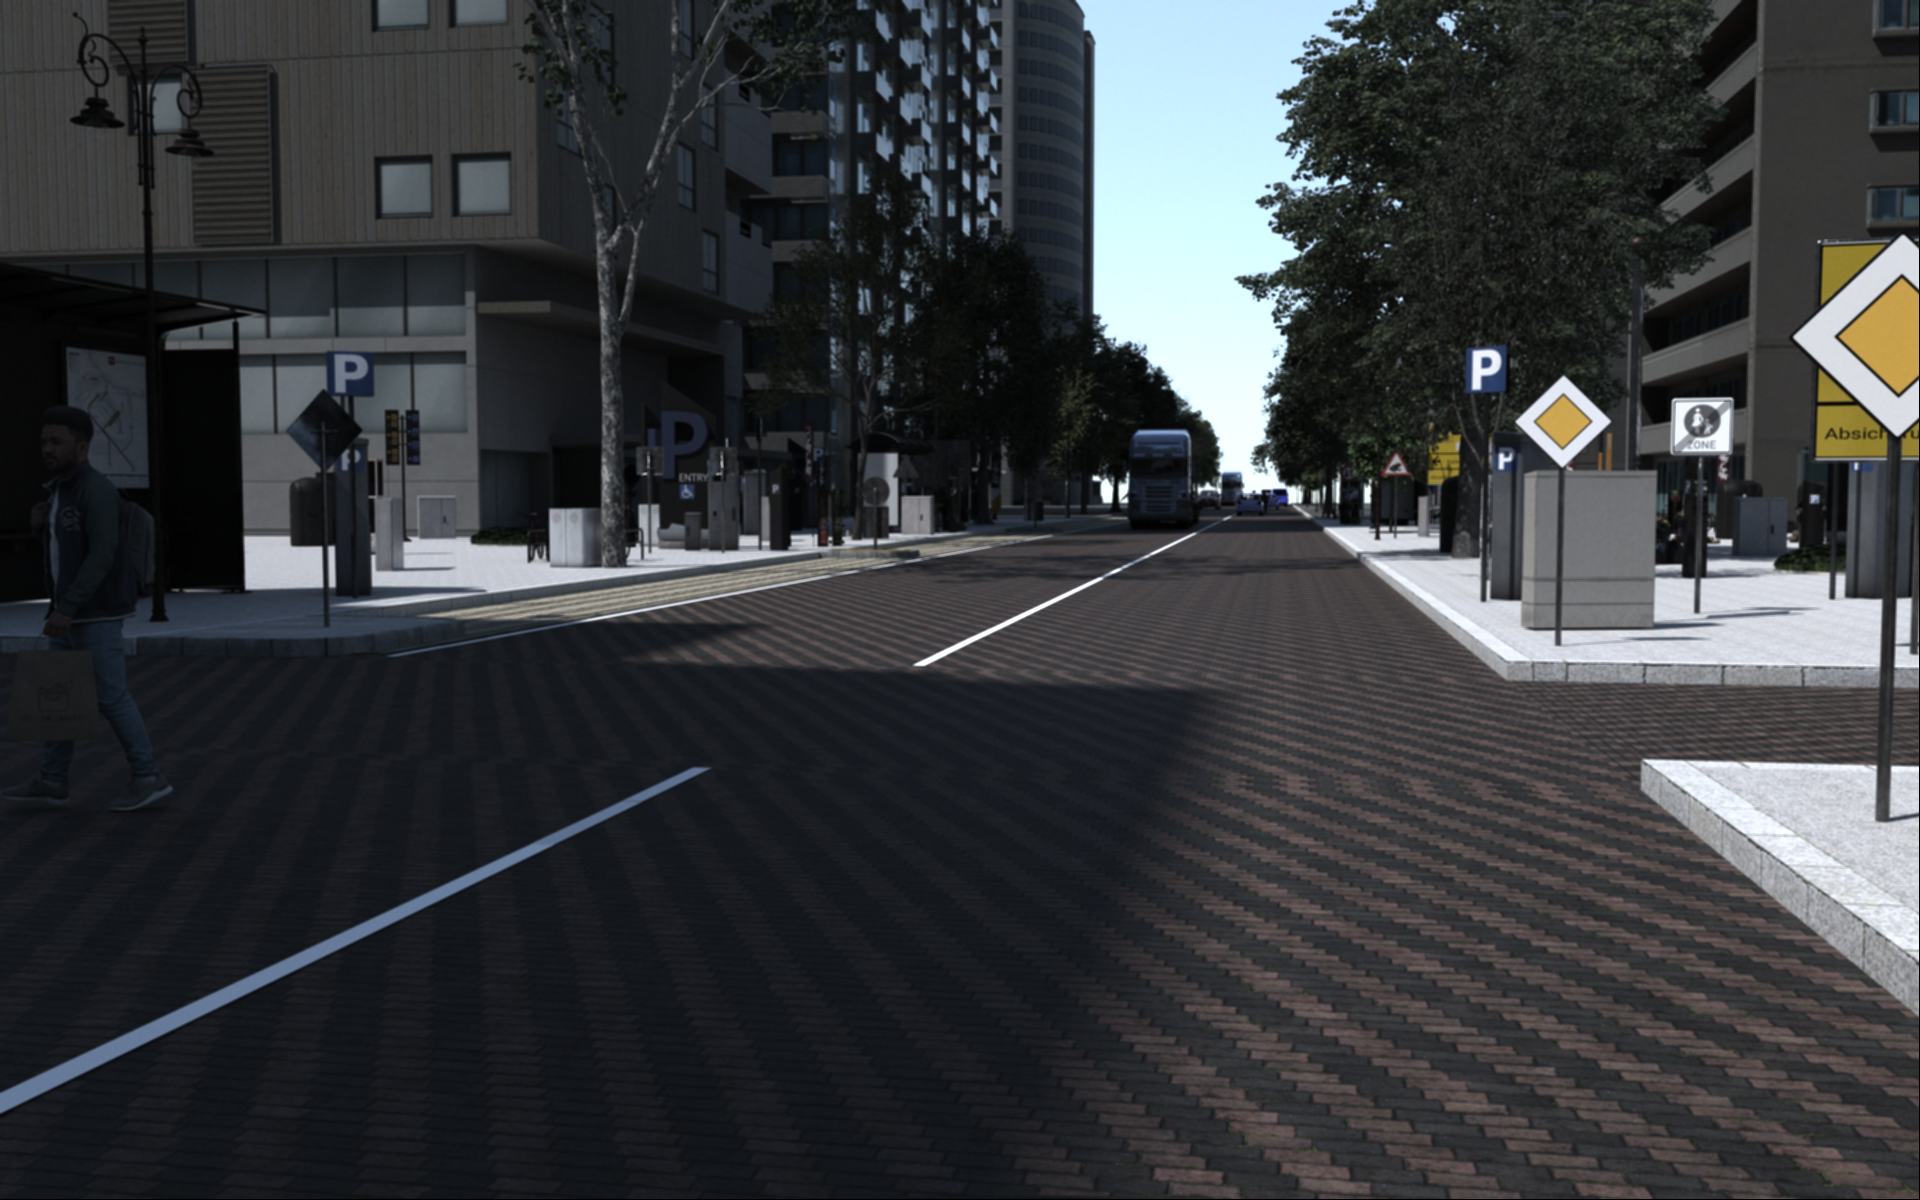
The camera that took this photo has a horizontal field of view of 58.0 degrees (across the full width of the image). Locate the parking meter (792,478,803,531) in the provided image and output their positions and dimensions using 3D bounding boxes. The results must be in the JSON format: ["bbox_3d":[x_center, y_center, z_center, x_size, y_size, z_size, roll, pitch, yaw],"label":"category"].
[{"bbox_3d":[-5.715,-3.349,60.465,0.399,1.863,0.255,-2,4,-28],"label":"parking meter"}]

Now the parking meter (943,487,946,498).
[{"bbox_3d":[-0.816,-4.696,82.487,0.399,1.863,0.255,2,4,34],"label":"parking meter"}]

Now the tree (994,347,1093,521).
[{"bbox_3d":[3.371,-8.098,82.767,4.737,8.622,4.395,0,3,0],"label":"tree"}]

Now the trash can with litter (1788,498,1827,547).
[{"bbox_3d":[19.845,-1.785,40.572,0.624,1.170,1.055,1,4,22],"label":"trash can with litter"}]

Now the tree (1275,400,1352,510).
[{"bbox_3d":[30.027,-13.806,143.853,7.486,12.596,7.792,0,3,0],"label":"tree"}]

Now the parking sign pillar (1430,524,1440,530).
[{"bbox_3d":[17.693,-4.531,62.552,1.447,3.967,1.447,1,4,10],"label":"parking sign pillar"}]

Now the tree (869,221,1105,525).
[{"bbox_3d":[0.974,-9.534,72.884,9.611,12.733,9.660,0,3,0],"label":"tree"}]

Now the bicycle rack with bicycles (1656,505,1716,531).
[{"bbox_3d":[24.410,-2.788,58.959,2.852,0.926,2.925,-2,4,-28],"label":"bicycle rack with bicycles"}]

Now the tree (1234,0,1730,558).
[{"bbox_3d":[10.192,-7.827,34.633,9.857,13.997,8.962,0,3,0],"label":"tree"}]

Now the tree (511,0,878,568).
[{"bbox_3d":[-5.025,-10.559,28.536,12.611,20.169,13.585,0,3,0],"label":"tree"}]

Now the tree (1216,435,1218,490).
[{"bbox_3d":[16.290,-14.257,150.110,9.611,12.733,9.660,0,3,0],"label":"tree"}]

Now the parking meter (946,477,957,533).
[{"bbox_3d":[-0.225,-3.161,57.395,0.255,1.863,0.399,0,4,3],"label":"parking meter"}]

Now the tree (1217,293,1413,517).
[{"bbox_3d":[20.454,-10.899,95.212,9.611,12.733,9.660,0,3,0],"label":"tree"}]

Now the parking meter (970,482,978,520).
[{"bbox_3d":[0.682,-4.876,85.441,0.255,1.863,0.399,-2,4,-27],"label":"parking meter"}]

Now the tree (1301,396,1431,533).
[{"bbox_3d":[14.298,-4.507,57.409,4.285,4.588,4.351,0,3,0],"label":"tree"}]

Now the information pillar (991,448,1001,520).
[{"bbox_3d":[1.806,-5.831,86.688,0.504,3.616,0.183,-1,4,-12],"label":"information pillar"}]

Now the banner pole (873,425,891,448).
[{"bbox_3d":[-2.862,-4.433,62.493,0.863,3.779,0.401,-1,4,-19],"label":"banner pole"}]

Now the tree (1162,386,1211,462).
[{"bbox_3d":[21.505,-16.735,183.990,12.009,13.543,11.850,0,3,0],"label":"tree"}]

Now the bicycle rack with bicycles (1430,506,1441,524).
[{"bbox_3d":[21.393,-3.740,74.530,2.925,0.926,2.852,1,4,23],"label":"bicycle rack with bicycles"}]

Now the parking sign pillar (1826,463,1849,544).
[{"bbox_3d":[19.823,-3.032,38.041,1.447,3.967,1.447,-3,5,-43],"label":"parking sign pillar"}]

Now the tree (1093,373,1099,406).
[{"bbox_3d":[5.796,-8.939,96.508,4.737,8.622,4.395,0,3,0],"label":"tree"}]

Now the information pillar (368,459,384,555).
[{"bbox_3d":[-12.412,-1.969,36.690,0.304,2.012,0.304,0,4,8],"label":"information pillar"}]

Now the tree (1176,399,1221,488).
[{"bbox_3d":[26.125,-17.675,207.108,7.486,12.596,7.792,0,3,0],"label":"tree"}]

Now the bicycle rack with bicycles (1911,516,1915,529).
[{"bbox_3d":[29.040,-2.379,52.271,2.852,0.926,2.925,-2,4,-24],"label":"bicycle rack with bicycles"}]

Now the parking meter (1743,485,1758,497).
[{"bbox_3d":[21.863,-2.418,47.943,0.372,1.533,0.369,0,3,0],"label":"parking meter"}]

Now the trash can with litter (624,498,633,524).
[{"bbox_3d":[-10.111,-2.393,50.519,1.055,1.170,0.624,-3,5,-44],"label":"trash can with litter"}]

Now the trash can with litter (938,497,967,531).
[{"bbox_3d":[-0.267,-3.011,60.613,0.624,1.170,1.055,3,5,42],"label":"trash can with litter"}]

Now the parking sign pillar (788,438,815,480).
[{"bbox_3d":[-7.513,-5.730,82.159,1.447,3.967,1.447,0,4,-5],"label":"parking sign pillar"}]

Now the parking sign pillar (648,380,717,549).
[{"bbox_3d":[-6.415,-3.206,40.897,1.447,3.967,1.447,0,4,3],"label":"parking sign pillar"}]

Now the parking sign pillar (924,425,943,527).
[{"bbox_3d":[-1.032,-4.809,67.100,1.447,3.967,1.447,1,4,16],"label":"parking sign pillar"}]

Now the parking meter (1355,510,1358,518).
[{"bbox_3d":[19.873,-4.803,86.941,0.372,1.533,0.369,0,3,0],"label":"parking meter"}]

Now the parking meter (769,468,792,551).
[{"bbox_3d":[-4.114,-2.053,39.275,0.399,1.863,0.255,2,4,31],"label":"parking meter"}]

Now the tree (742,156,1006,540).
[{"bbox_3d":[-2.560,-6.939,47.863,7.601,10.594,8.767,1,4,20],"label":"tree"}]

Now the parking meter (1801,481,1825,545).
[{"bbox_3d":[16.106,-1.486,32.706,0.372,1.533,0.369,0,3,0],"label":"parking meter"}]

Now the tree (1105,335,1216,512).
[{"bbox_3d":[11.345,-12.705,124.739,9.611,12.733,9.660,0,3,0],"label":"tree"}]

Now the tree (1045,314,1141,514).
[{"bbox_3d":[7.745,-11.661,108.790,7.486,12.596,7.792,0,3,0],"label":"tree"}]

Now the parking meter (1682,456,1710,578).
[{"bbox_3d":[11.250,-1.270,26.481,0.255,1.863,0.399,0,4,3],"label":"parking meter"}]

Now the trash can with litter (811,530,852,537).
[{"bbox_3d":[-3.706,-2.549,52.733,1.678,1.210,2.233,-1,4,-9],"label":"trash can with litter"}]

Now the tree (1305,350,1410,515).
[{"bbox_3d":[23.604,-11.031,106.109,9.928,11.665,9.643,0,3,0],"label":"tree"}]

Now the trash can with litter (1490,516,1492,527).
[{"bbox_3d":[7.758,-0.809,24.615,0.624,1.170,1.055,0,4,7],"label":"trash can with litter"}]

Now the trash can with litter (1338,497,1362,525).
[{"bbox_3d":[16.493,-3.774,73.093,0.624,1.170,1.055,-3,4,-39],"label":"trash can with litter"}]

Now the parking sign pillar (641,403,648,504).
[{"bbox_3d":[-8.989,-3.877,51.866,1.447,3.967,1.447,2,4,26],"label":"parking sign pillar"}]

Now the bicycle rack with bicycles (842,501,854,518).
[{"bbox_3d":[-5.168,-4.752,91.070,2.925,0.926,2.852,-3,5,-42],"label":"bicycle rack with bicycles"}]

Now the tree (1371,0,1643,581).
[{"bbox_3d":[7.888,-4.607,25.692,4.360,8.622,3.978,0,3,0],"label":"tree"}]

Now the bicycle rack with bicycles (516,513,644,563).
[{"bbox_3d":[-7.277,-1.200,32.999,2.852,0.926,2.925,0,4,2],"label":"bicycle rack with bicycles"}]

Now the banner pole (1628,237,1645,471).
[{"bbox_3d":[6.709,-1.662,17.192,0.401,3.779,0.863,2,4,28],"label":"banner pole"}]

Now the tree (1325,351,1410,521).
[{"bbox_3d":[19.453,-8.079,82.460,4.737,8.622,4.395,0,3,0],"label":"tree"}]
